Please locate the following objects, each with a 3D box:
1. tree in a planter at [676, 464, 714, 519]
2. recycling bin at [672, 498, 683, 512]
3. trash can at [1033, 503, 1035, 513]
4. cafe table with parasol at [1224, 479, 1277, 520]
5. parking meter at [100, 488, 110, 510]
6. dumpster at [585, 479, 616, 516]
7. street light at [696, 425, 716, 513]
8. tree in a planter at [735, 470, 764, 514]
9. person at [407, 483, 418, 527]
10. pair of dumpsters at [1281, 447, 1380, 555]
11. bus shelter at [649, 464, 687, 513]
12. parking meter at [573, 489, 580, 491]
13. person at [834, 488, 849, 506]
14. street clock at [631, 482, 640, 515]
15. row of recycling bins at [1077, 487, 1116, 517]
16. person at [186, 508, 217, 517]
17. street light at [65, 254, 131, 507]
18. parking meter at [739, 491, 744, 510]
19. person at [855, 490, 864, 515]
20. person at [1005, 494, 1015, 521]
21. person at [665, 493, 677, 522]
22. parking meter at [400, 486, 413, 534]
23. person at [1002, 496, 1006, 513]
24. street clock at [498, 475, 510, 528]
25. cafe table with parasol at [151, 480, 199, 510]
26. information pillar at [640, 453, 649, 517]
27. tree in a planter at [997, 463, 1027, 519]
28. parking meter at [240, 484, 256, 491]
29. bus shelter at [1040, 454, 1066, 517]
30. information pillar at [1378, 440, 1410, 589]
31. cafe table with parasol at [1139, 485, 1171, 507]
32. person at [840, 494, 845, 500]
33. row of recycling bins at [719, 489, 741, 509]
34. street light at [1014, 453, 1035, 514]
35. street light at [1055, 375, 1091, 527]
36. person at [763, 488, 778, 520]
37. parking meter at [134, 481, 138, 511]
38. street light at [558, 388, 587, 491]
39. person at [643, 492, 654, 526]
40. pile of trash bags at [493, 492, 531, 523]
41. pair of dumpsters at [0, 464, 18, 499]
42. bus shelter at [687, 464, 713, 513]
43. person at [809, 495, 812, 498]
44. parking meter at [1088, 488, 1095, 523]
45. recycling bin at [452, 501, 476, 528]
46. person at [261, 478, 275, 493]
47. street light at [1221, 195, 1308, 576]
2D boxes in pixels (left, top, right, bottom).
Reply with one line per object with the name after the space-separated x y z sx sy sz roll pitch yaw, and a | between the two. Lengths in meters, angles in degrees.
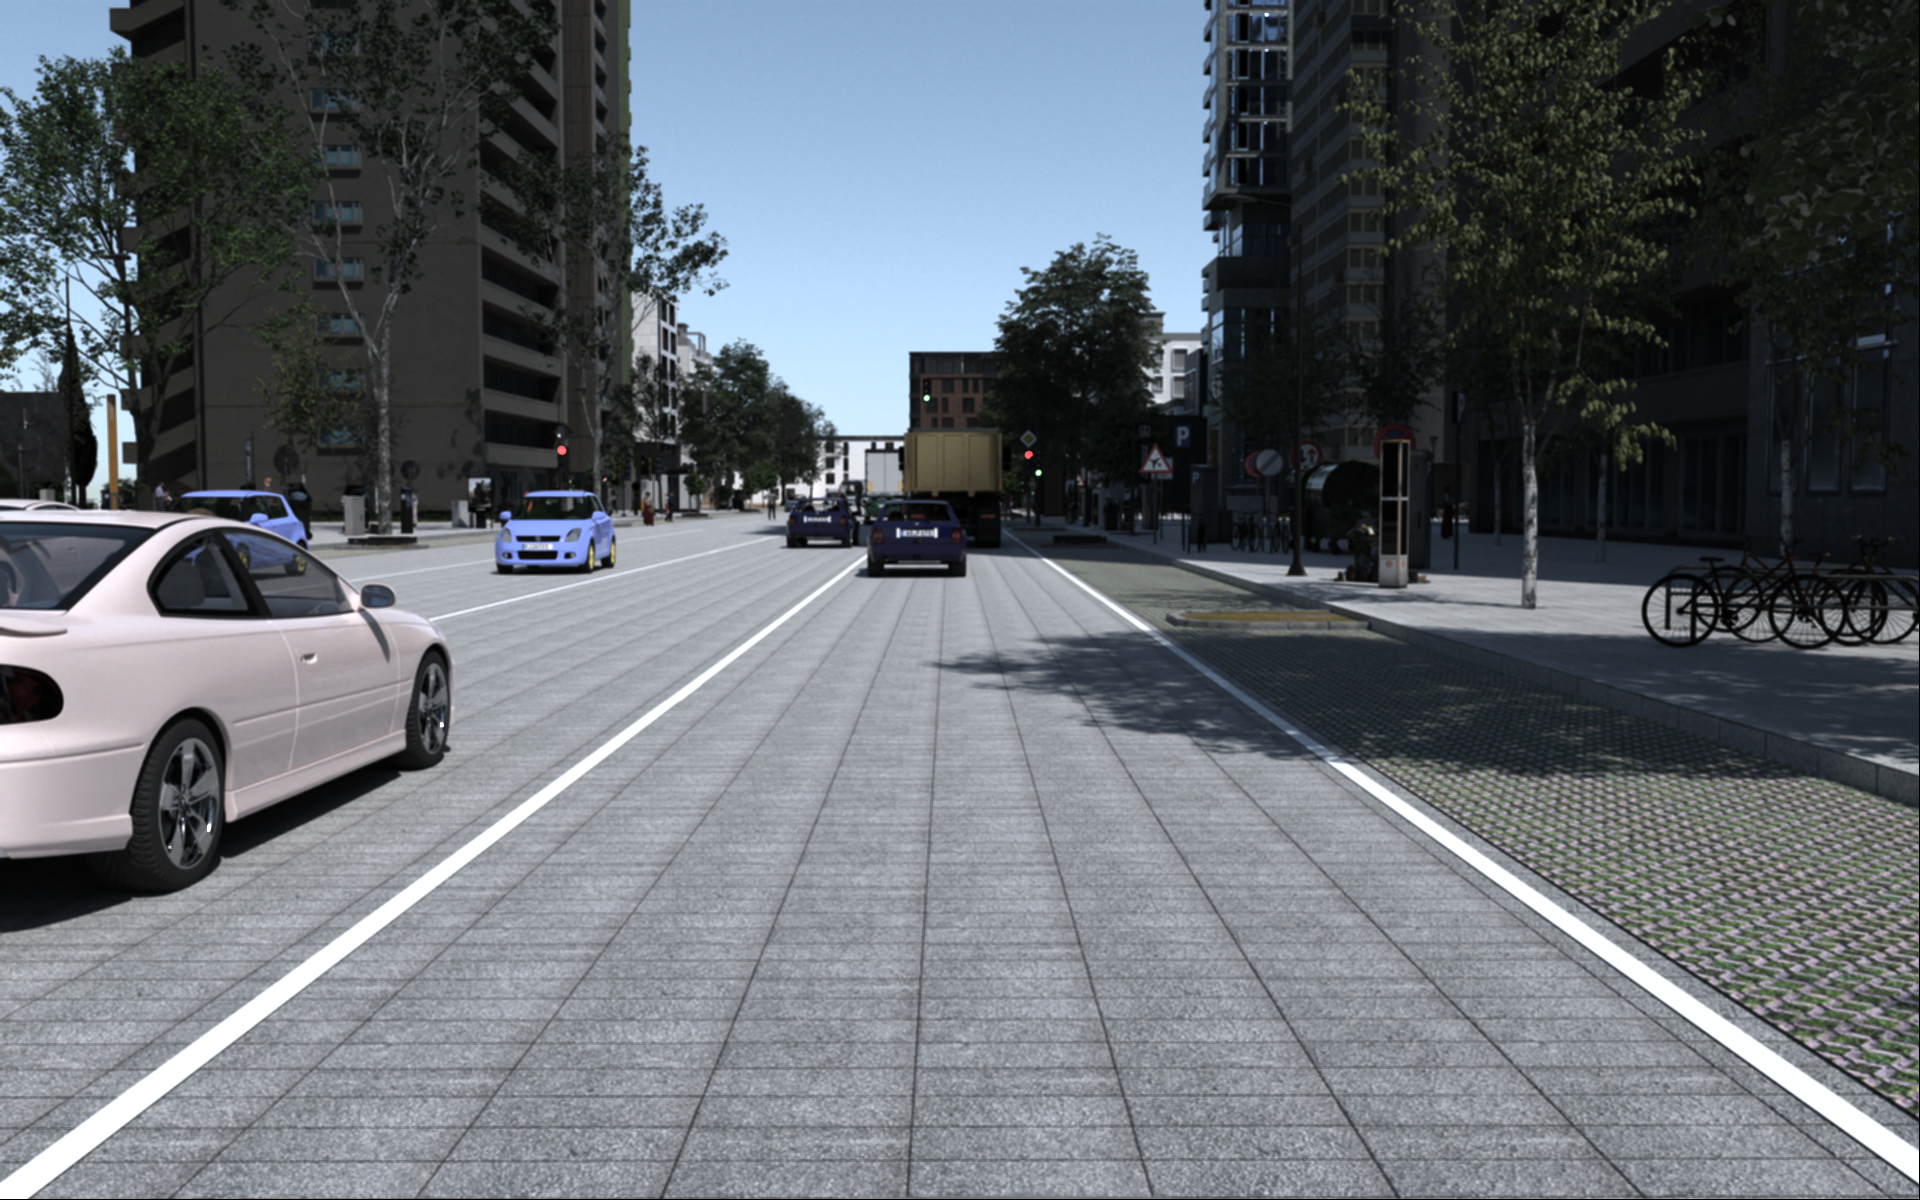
-15.340 -6.307 100.348 1.991 3.239 1.994 0 4 0 | tree in a planter
-20.269 -6.822 124.099 0.722 1.027 0.722 2 4 28 | recycling bin
5.184 -6.401 116.301 0.748 1.137 0.748 0 3 0 | trash can
13.520 -4.633 80.616 2.610 1.966 2.610 0 4 -3 | cafe table with parasol
-37.243 -4.103 75.495 0.372 1.533 0.369 0 3 0 | parking meter
-20.516 -5.876 98.572 1.502 2.255 1.985 0 4 0 | dumpster
-17.190 -8.835 116.994 1.470 5.913 1.316 0 4 0 | street light
-15.481 -7.969 127.515 1.991 3.239 1.994 0 4 0 | tree in a planter
-21.395 -3.720 67.530 0.551 1.740 0.621 0 4 -1 | person
8.271 -2.183 38.192 1.574 2.255 4.437 0 3 0 | pair of dumpsters
-20.615 -7.729 120.294 2.014 3.302 5.546 0 4 0 | bus shelter
-18.774 -4.677 84.887 0.372 1.533 0.369 0 3 0 | parking meter
-6.648 -5.343 96.407 0.990 1.755 0.434 -1 4 -13 | person
-19.597 -6.123 104.689 0.471 2.002 0.358 -2 4 -27 | street clock
7.467 -5.474 96.619 1.069 1.692 3.534 3 5 40 | row of recycling bins
-4.565 0.114 10.552 0.435 1.345 0.340 2 4 28 | person
-16.702 -3.734 33.593 1.470 5.913 1.316 0 4 0 | street light
-18.030 -8.221 142.824 0.372 1.533 0.369 0 3 0 | parking meter
-6.784 -6.526 115.926 0.376 1.734 0.841 3 4 37 | person
2.680 -4.943 92.559 0.776 1.435 0.726 2 4 25 | person
-14.878 -4.782 89.372 0.600 1.496 0.574 1 4 12 | person
-17.950 -2.922 56.189 0.372 1.533 0.369 0 3 0 | parking meter
3.192 -6.773 123.151 0.435 1.345 0.340 -2 4 -28 | person
-17.316 -3.747 65.832 0.471 2.002 0.358 3 4 36 | street clock
-38.732 -4.933 85.519 2.610 1.966 2.610 3 5 42 | cafe table with parasol
-17.882 -6.538 98.255 0.504 3.616 0.183 1 4 15 | information pillar
2.878 -6.309 100.369 1.991 3.239 1.994 0 4 0 | tree in a planter
-17.606 -2.107 42.861 0.372 1.533 0.369 0 3 0 | parking meter
5.089 -6.561 98.563 1.731 3.624 6.357 0 4 0 | bus shelter
5.898 -1.165 23.537 0.304 2.012 0.304 3 4 37 | information pillar
13.238 -6.959 118.641 2.610 1.966 2.610 0 4 -4 | cafe table with parasol
-5.685 -4.245 81.149 0.776 1.435 0.726 -1 4 -19 | person
-19.327 -8.483 145.808 1.069 1.692 3.534 1 4 23 | row of recycling bins
4.259 -8.326 108.666 1.470 5.913 1.316 0 4 0 | street light
4.417 -5.820 67.695 1.470 5.913 1.316 0 4 0 | street light
-10.239 -5.189 94.056 0.841 1.734 0.376 1 4 22 | person
-36.809 -4.407 77.768 0.255 1.863 0.399 3 4 38 | parking meter
-17.001 -6.318 75.838 1.470 5.913 1.316 0 4 0 | street light
-13.981 -4.090 77.841 0.523 1.526 0.387 1 4 12 | person
-19.399 -4.085 76.540 1.912 1.369 3.447 -2 4 -27 | pile of trash bags
-18.790 -1.745 31.030 1.574 2.255 4.437 0 4 0 | pair of dumpsters
-18.584 -7.764 120.873 2.014 3.302 5.546 0 4 0 | bus shelter
-10.047 -6.365 116.472 0.340 1.345 0.435 -1 4 -17 | person
5.854 -4.231 77.595 0.372 1.533 0.369 0 3 0 | parking meter
-19.103 -3.314 66.731 0.722 1.027 0.722 -3 5 -40 | recycling bin
-20.793 -2.771 51.901 0.434 1.755 0.990 1 4 13 | person
4.755 -3.335 27.069 1.470 5.913 1.316 0 4 0 | street light
